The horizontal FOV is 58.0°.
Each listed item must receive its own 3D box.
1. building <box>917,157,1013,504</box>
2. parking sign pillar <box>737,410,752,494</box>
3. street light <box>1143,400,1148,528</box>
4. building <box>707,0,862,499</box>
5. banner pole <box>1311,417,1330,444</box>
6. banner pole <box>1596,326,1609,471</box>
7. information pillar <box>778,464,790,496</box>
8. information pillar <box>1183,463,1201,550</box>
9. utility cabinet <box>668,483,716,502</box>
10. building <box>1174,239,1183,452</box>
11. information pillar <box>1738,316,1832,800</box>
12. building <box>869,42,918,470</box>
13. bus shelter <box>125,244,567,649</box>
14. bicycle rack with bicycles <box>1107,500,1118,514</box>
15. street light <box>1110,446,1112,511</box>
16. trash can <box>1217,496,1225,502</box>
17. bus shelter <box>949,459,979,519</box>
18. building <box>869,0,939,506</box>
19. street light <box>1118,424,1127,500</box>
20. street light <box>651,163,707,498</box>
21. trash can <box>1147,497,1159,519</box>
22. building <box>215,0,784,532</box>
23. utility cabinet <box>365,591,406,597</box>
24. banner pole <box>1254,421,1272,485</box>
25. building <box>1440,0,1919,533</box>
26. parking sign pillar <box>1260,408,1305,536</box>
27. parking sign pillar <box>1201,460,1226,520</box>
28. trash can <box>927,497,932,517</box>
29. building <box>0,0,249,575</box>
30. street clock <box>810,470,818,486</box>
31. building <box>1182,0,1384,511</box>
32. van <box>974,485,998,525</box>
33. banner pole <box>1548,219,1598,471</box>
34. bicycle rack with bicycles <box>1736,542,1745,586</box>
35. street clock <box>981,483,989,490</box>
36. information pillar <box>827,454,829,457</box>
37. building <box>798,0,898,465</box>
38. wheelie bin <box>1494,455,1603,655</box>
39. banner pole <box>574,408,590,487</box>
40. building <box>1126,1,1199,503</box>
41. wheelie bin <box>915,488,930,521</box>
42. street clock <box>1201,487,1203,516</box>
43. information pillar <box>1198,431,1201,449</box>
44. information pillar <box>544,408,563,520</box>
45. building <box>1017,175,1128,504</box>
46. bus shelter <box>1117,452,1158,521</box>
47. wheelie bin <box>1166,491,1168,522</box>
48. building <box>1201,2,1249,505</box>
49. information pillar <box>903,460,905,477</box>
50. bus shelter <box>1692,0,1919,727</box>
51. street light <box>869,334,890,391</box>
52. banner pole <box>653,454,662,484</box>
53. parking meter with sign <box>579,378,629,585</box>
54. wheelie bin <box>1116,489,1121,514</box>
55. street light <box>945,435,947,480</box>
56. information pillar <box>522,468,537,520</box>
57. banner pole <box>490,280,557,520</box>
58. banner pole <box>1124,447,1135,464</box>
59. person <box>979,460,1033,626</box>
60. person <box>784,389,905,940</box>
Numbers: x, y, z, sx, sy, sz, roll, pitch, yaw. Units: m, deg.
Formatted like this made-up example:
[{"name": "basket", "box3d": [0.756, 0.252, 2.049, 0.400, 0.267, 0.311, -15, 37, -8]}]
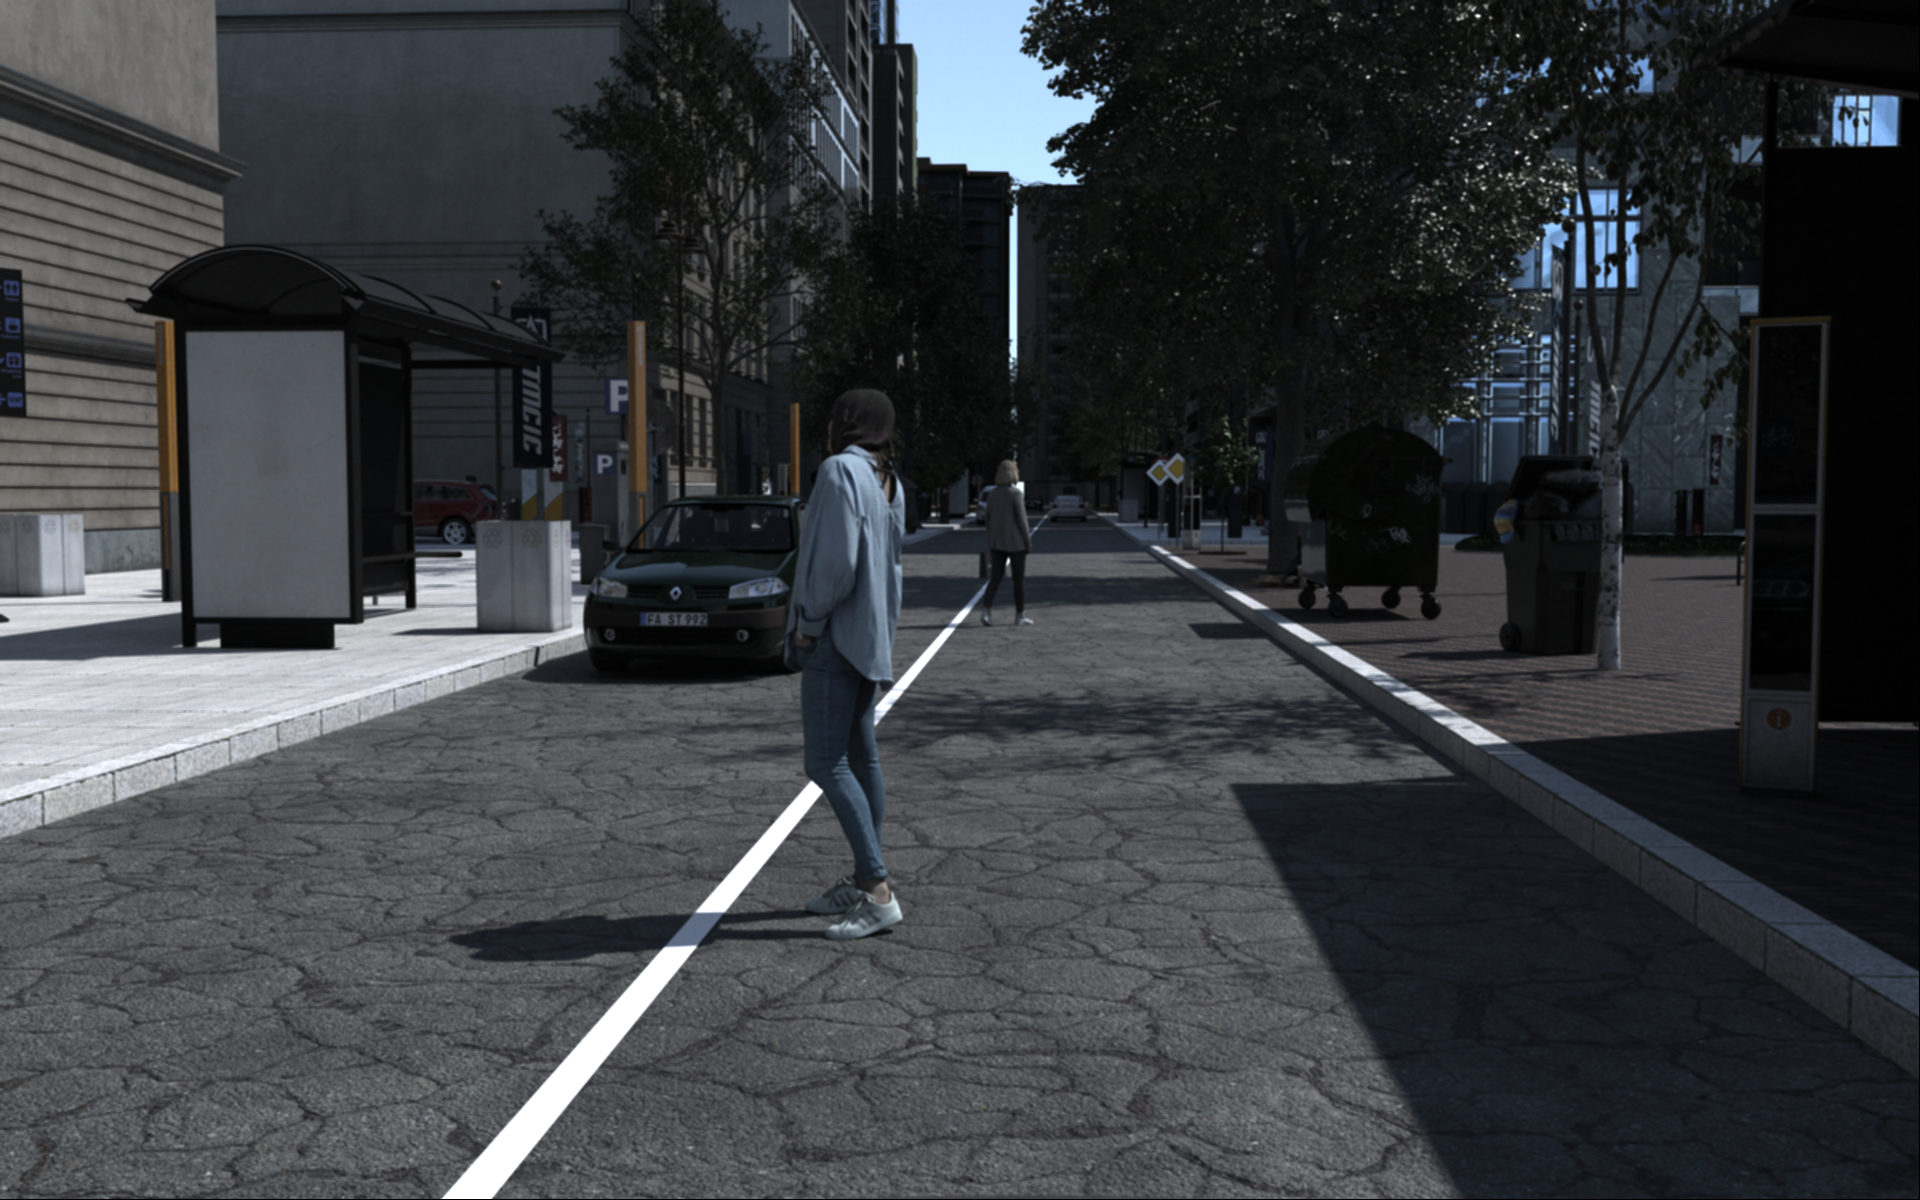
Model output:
[{"name": "building", "box3d": [-7.655, -35.075, 228.104, 28.867, 44.769, 22.147, 0, 4, 3]}, {"name": "parking sign pillar", "box3d": [-7.035, -4.146, 56.266, 1.447, 3.967, 1.447, 0, 4, -8]}, {"name": "street light", "box3d": [7.092, -5.701, 65.997, 0.468, 5.910, 1.993, 0, 4, 3]}, {"name": "building", "box3d": [-13.065, -19.877, 102.483, 11.434, 29.767, 29.804, 0, 4, 3]}, {"name": "banner pole", "box3d": [11.570, -4.033, 55.949, 0.863, 3.779, 0.401, 3, 4, 36]}, {"name": "banner pole", "box3d": [8.185, -1.994, 22.612, 0.863, 3.779, 0.401, -2, 4, -33]}, {"name": "information pillar", "box3d": [-4.220, -2.312, 42.300, 0.304, 2.012, 0.304, -3, 5, -43]}, {"name": "information pillar", "box3d": [5.317, -2.153, 39.693, 0.304, 2.012, 0.304, -3, 4, -37]}, {"name": "utility cabinet", "box3d": [-5.313, -1.613, 35.057, 1.173, 1.500, 0.318, -3, 5, -41]}, {"name": "building", "box3d": [29.822, -25.245, 184.452, 14.160, 30.474, 14.107, 0, 4, 3]}, {"name": "information pillar", "box3d": [3.507, -0.176, 7.376, 0.304, 2.012, 0.304, 2, 4, 25]}, {"name": "building", "box3d": [-11.298, -28.716, 153.104, 14.154, 41.232, 14.086, 0, 4, 3]}, {"name": "bus shelter", "box3d": [-5.599, -1.401, 16.835, 2.014, 3.302, 5.546, 0, 4, 4]}, {"name": "bicycle rack with bicycles", "box3d": [10.795, -6.005, 111.557, 2.852, 0.926, 2.925, 0, 4, -5]}, {"name": "street light", "box3d": [10.736, -9.215, 123.452, 0.468, 5.910, 1.993, 0, 4, 3]}, {"name": "trash can", "box3d": [17.489, -6.402, 116.328, 0.748, 1.137, 0.748, 0, 3, 0]}, {"name": "bus shelter", "box3d": [-0.122, -6.046, 92.783, 2.014, 3.302, 5.546, 0, 4, 4]}, {"name": "building", "box3d": [-18.530, -53.129, 181.337, 31.000, 86.520, 22.319, 0, 4, 3]}, {"name": "street light", "box3d": [8.841, -7.447, 94.548, 0.468, 5.910, 1.993, 0, 4, 3]}, {"name": "street light", "box3d": [-3.966, -3.172, 24.643, 0.468, 5.910, 1.993, 0, 4, 3]}, {"name": "trash can", "box3d": [10.001, -4.791, 89.980, 0.748, 1.137, 0.748, 0, 3, 0]}, {"name": "building", "box3d": [-17.780, -14.664, 73.045, 16.112, 22.955, 30.059, 0, 4, 3]}, {"name": "utility cabinet", "box3d": [-7.403, -0.645, 21.703, 1.020, 1.237, 0.306, -2, 4, -32]}, {"name": "banner pole", "box3d": [10.334, -4.188, 58.492, 0.863, 3.779, 0.401, 1, 4, 22]}, {"name": "building", "box3d": [30.922, -45.996, 64.703, 31.000, 86.520, 22.319, 0, 4, 3]}, {"name": "parking sign pillar", "box3d": [10.065, -3.991, 53.720, 1.447, 3.967, 1.447, -2, 4, -35]}, {"name": "parking sign pillar", "box3d": [12.747, -6.057, 87.497, 1.447, 3.967, 1.447, 1, 4, 14]}, {"name": "trash can", "box3d": [-1.928, -5.259, 97.643, 0.748, 1.137, 0.748, 0, 3, 0]}, {"name": "building", "box3d": [-30.774, -12.756, 27.648, 34.723, 24.649, 14.460, 0, 4, 3]}, {"name": "street clock", "box3d": [-4.336, -2.976, 53.224, 0.471, 2.002, 0.358, 1, 4, 14]}, {"name": "building", "box3d": [32.898, -33.160, 165.861, 21.300, 48.544, 21.600, 0, 4, 3]}, {"name": "van", "box3d": [1.699, -4.533, 81.132, 2.013, 2.044, 4.112, 0, 4, 5]}, {"name": "banner pole", "box3d": [5.412, -1.568, 15.655, 0.401, 3.779, 0.863, 2, 4, 32]}, {"name": "bicycle rack with bicycles", "box3d": [12.320, -0.647, 23.962, 2.925, 0.926, 2.852, -2, 4, -34]}, {"name": "street clock", "box3d": [1.588, -6.455, 110.103, 0.471, 2.002, 0.358, -2, 4, -35]}, {"name": "information pillar", "box3d": [-6.466, -5.714, 84.773, 0.183, 3.616, 0.504, 0, 4, -5]}, {"name": "building", "box3d": [-15.519, -42.615, 135.009, 20.563, 71.187, 20.611, 0, 4, 3]}, {"name": "wheelie bin", "box3d": [4.837, -0.373, 13.999, 0.980, 1.594, 0.693, -1, 4, -13]}, {"name": "banner pole", "box3d": [-11.004, -3.709, 50.652, 0.863, 3.779, 0.401, 3, 5, 40]}, {"name": "building", "box3d": [31.806, -48.035, 223.622, 20.611, 71.187, 20.563, 0, 4, 3]}, {"name": "wheelie bin", "box3d": [-1.888, -4.528, 81.933, 0.980, 1.594, 0.693, 1, 4, 20]}, {"name": "street clock", "box3d": [14.057, -5.913, 101.241, 0.358, 2.002, 0.471, 0, 4, 5]}, {"name": "information pillar", "box3d": [8.860, -4.457, 64.222, 0.183, 3.616, 0.504, 1, 4, 9]}, {"name": "information pillar", "box3d": [-10.203, -3.181, 43.366, 0.504, 3.616, 0.183, 1, 4, 15]}, {"name": "building", "box3d": [14.292, -32.951, 222.338, 14.086, 41.232, 14.154, 0, 4, 3]}, {"name": "bus shelter", "box3d": [8.935, -5.647, 86.257, 2.014, 3.302, 5.546, 0, 4, 3]}, {"name": "wheelie bin", "box3d": [9.733, -4.371, 79.375, 0.980, 1.594, 0.693, 2, 4, 33]}, {"name": "building", "box3d": [31.316, -29.738, 140.839, 22.147, 44.769, 28.867, 0, 4, 3]}, {"name": "information pillar", "box3d": [-3.066, -6.651, 100.095, 0.504, 3.616, 0.183, 0, 4, 8]}, {"name": "bus shelter", "box3d": [4.629, -0.923, 6.367, 1.731, 3.624, 6.357, 0, 4, 4]}, {"name": "street light", "box3d": [-2.340, -4.735, 50.200, 0.468, 5.910, 1.993, 0, 4, 3]}, {"name": "banner pole", "box3d": [-9.386, -3.804, 52.208, 0.863, 3.779, 0.401, 0, 4, -7]}, {"name": "parking meter with sign", "box3d": [-5.109, -1.772, 25.228, 0.543, 3.016, 1.738, 0, 4, 4]}, {"name": "wheelie bin", "box3d": [10.685, -6.456, 113.463, 0.693, 1.594, 0.980, 3, 5, 40]}, {"name": "street light", "box3d": [-0.641, -6.493, 78.941, 0.468, 5.910, 1.993, 0, 4, 3]}, {"name": "information pillar", "box3d": [-14.370, -4.058, 57.700, 0.504, 3.616, 0.183, -1, 4, -18]}, {"name": "banner pole", "box3d": [-5.191, -1.857, 20.382, 0.863, 3.779, 0.401, -1, 4, -16]}, {"name": "banner pole", "box3d": [8.982, -6.246, 92.133, 0.863, 3.779, 0.401, 3, 5, 39]}, {"name": "person", "box3d": [0.444, -0.625, 18.894, 0.709, 1.800, 0.728, 3, 5, 42]}, {"name": "person", "box3d": [-0.354, 0.179, 5.837, 0.793, 1.790, 0.793, -1, 4, -17]}]
